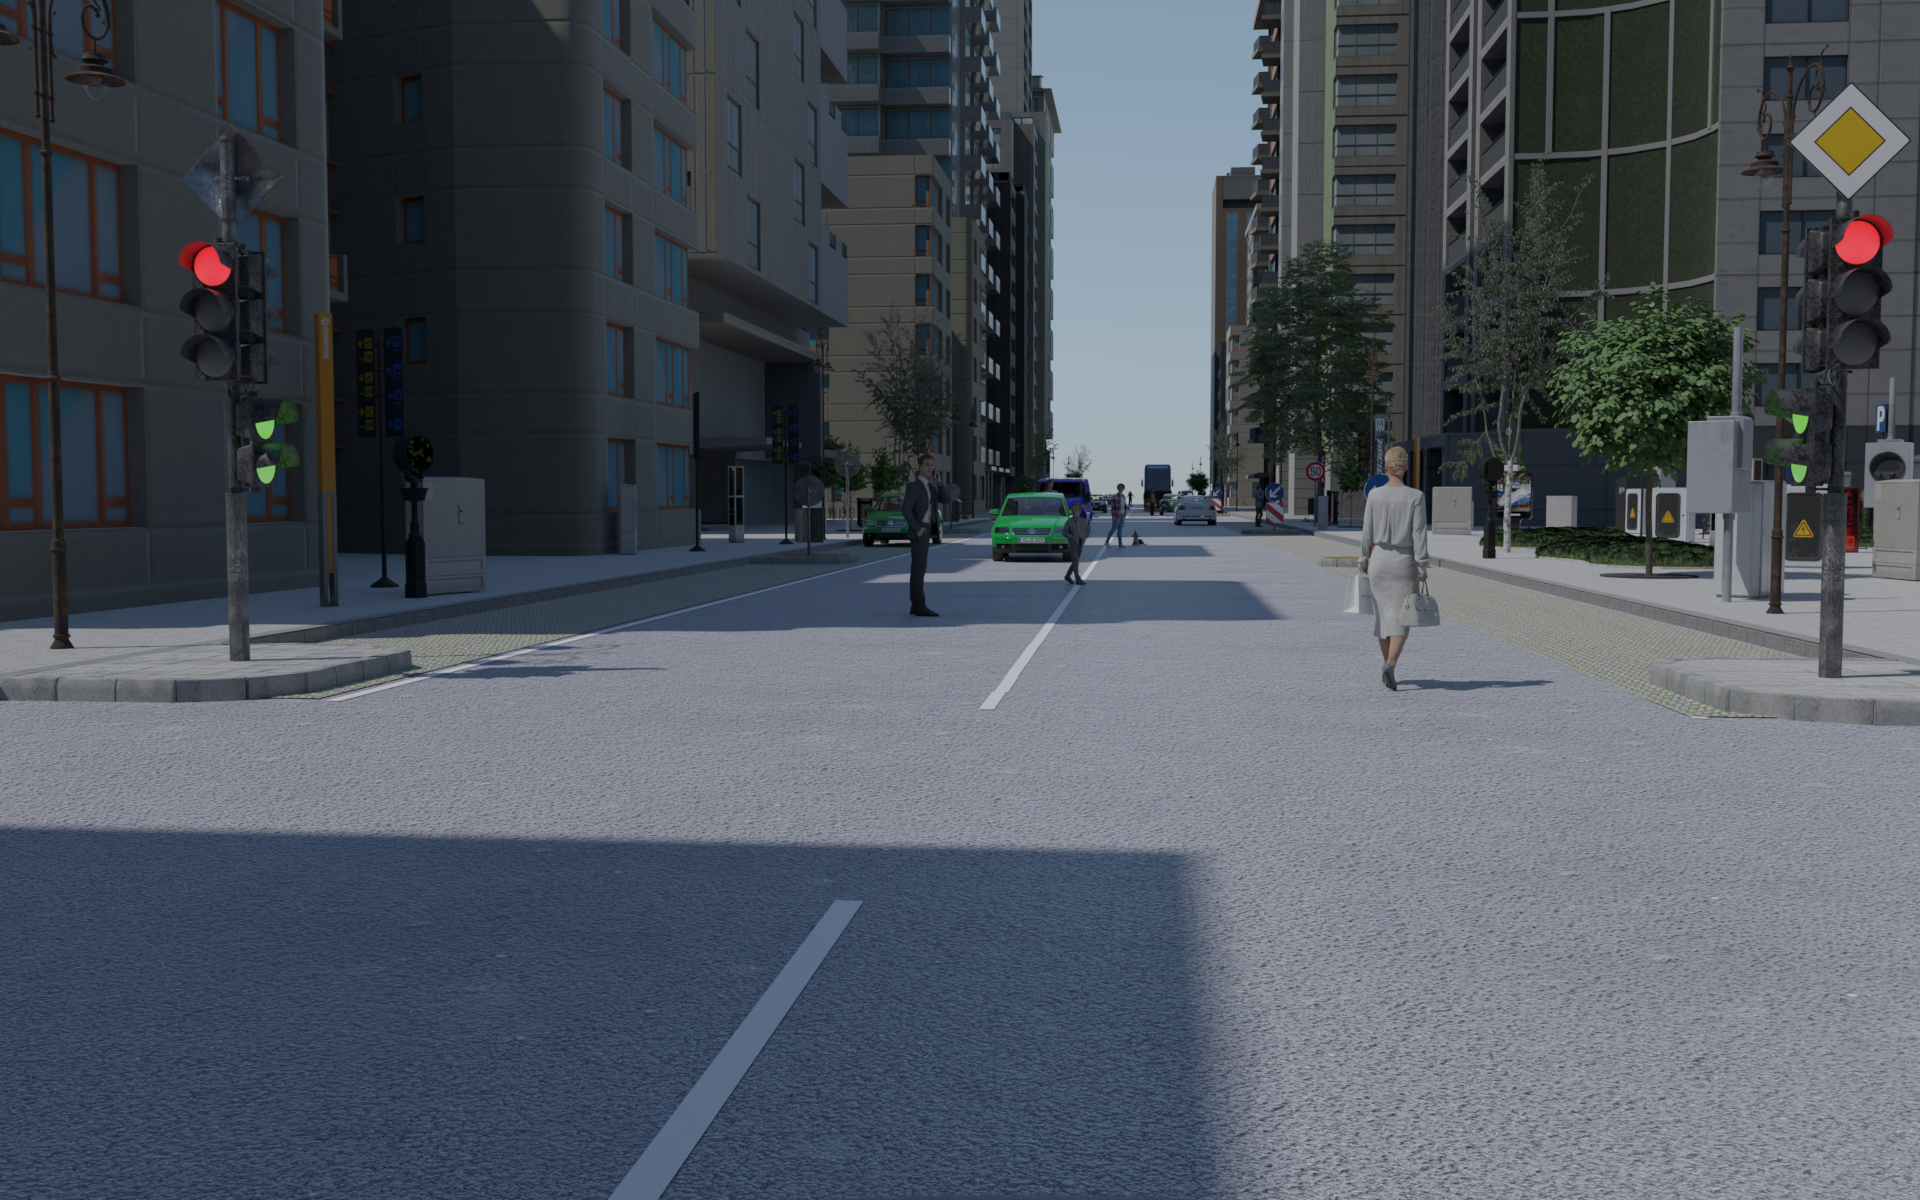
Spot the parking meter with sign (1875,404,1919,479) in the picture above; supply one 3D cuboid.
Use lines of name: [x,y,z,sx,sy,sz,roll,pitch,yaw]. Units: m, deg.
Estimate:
parking meter with sign: [18.698,-2.277,33.495,1.738,3.016,0.543,1,4,9]

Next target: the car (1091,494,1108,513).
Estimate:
car: [10.296,-7.450,131.591,2.009,1.686,4.222,0,4,7]

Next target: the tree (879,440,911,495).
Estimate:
tree: [-2.725,-4.134,62.196,1.663,3.219,1.824,0,3,0]

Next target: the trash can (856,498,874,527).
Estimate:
trash can: [-3.663,-3.369,66.729,0.748,1.137,0.748,0,3,0]

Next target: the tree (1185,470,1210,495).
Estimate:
tree: [31.099,-14.844,226.407,4.285,4.588,4.351,0,3,0]

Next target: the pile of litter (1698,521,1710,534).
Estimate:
pile of litter: [24.479,-2.524,55.236,1.719,0.858,1.176,1,4,21]

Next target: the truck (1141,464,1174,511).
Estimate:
truck: [17.257,-9.841,150.666,2.967,4.110,18.799,0,4,6]

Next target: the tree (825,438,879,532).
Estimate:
tree: [-3.891,-3.977,59.619,1.663,3.219,1.824,0,3,0]

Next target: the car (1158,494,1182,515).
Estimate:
car: [14.606,-6.536,118.666,2.131,1.459,4.920,0,4,8]

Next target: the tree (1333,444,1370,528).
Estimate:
tree: [14.995,-4.392,66.404,1.663,3.219,1.824,0,3,0]

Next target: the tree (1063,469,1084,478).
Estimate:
tree: [14.870,-14.881,227.010,4.285,4.588,4.351,0,3,0]

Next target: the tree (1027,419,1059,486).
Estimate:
tree: [7.361,-13.128,165.012,4.737,8.622,4.395,0,3,0]

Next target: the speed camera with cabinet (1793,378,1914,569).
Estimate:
speed camera with cabinet: [15.191,-2.167,29.768,2.038,3.252,0.660,2,4,35]

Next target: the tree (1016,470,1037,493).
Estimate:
tree: [5.196,-8.673,136.409,1.663,3.219,1.824,0,3,0]

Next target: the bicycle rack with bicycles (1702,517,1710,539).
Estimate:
bicycle rack with bicycles: [22.606,-2.178,48.990,2.925,0.926,2.852,-2,4,-24]

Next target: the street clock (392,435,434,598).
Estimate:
street clock: [-6.719,-1.025,21.333,0.358,2.002,0.471,2,4,27]

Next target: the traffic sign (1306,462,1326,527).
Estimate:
traffic sign: [13.971,-4.158,68.092,0.768,2.556,0.104,1,4,15]

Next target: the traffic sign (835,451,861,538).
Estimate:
traffic sign: [-3.305,-3.106,50.895,0.768,2.556,0.104,0,4,8]

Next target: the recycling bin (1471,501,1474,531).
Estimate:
recycling bin: [17.470,-2.940,60.622,0.722,1.027,0.722,-2,4,-24]

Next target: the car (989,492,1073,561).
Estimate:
car: [1.661,-1.803,38.277,1.959,1.807,4.718,0,4,4]

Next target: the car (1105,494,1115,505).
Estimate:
car: [17.931,-12.073,207.187,2.009,1.686,4.222,0,4,7]

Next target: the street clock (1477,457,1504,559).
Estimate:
street clock: [10.514,-1.821,34.352,0.471,2.002,0.358,-1,4,-17]

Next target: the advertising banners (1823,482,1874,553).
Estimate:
advertising banners: [19.370,-2.539,37.703,2.074,3.025,0.090,1,4,19]

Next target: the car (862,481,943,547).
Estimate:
car: [-1.577,-2.417,48.314,1.959,1.807,4.718,0,4,7]

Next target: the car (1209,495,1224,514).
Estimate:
car: [17.793,-6.751,122.961,1.945,1.354,3.894,0,4,6]

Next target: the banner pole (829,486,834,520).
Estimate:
banner pole: [-6.376,-5.799,84.831,0.863,3.779,0.401,3,4,37]

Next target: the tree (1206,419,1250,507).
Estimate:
tree: [26.375,-13.461,170.450,4.360,8.622,3.978,0,3,0]

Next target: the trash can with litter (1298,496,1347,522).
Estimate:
trash can with litter: [16.644,-4.189,79.547,2.233,1.210,1.678,1,4,9]

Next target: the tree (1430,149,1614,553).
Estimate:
tree: [12.119,-5.361,38.020,4.360,8.622,3.978,0,3,0]

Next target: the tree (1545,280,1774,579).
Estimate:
tree: [10.750,-2.629,26.705,4.285,4.588,4.351,0,3,0]

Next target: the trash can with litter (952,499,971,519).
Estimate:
trash can with litter: [0.038,-4.705,88.309,1.055,1.170,0.624,1,4,22]

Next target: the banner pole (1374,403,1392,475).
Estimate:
banner pole: [11.653,-3.528,47.701,0.863,3.779,0.401,-3,4,-39]

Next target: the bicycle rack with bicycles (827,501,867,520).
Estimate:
bicycle rack with bicycles: [-5.451,-4.558,87.903,2.852,0.926,2.925,-1,4,-8]

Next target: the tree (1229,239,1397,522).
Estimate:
tree: [15.881,-9.776,77.969,7.486,12.596,7.792,0,3,0]

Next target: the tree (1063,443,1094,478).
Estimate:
tree: [16.862,-18.114,246.520,4.360,8.622,3.978,0,3,0]

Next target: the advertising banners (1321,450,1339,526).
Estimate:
advertising banners: [14.891,-4.503,69.808,0.090,3.025,2.074,2,4,33]

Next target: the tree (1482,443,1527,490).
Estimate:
tree: [17.940,-3.767,56.196,1.663,3.219,1.824,0,3,0]

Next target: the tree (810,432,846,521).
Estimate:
tree: [-6.790,-6.021,82.155,4.285,4.588,4.351,0,3,0]

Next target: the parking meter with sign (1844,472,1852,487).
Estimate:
parking meter with sign: [30.147,-3.858,59.344,1.738,3.016,0.543,1,4,20]

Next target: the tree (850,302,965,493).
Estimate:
tree: [-2.114,-7.151,67.287,4.360,8.622,3.978,0,3,0]

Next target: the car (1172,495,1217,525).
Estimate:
car: [10.946,-4.178,80.676,2.083,1.381,4.827,0,4,5]
